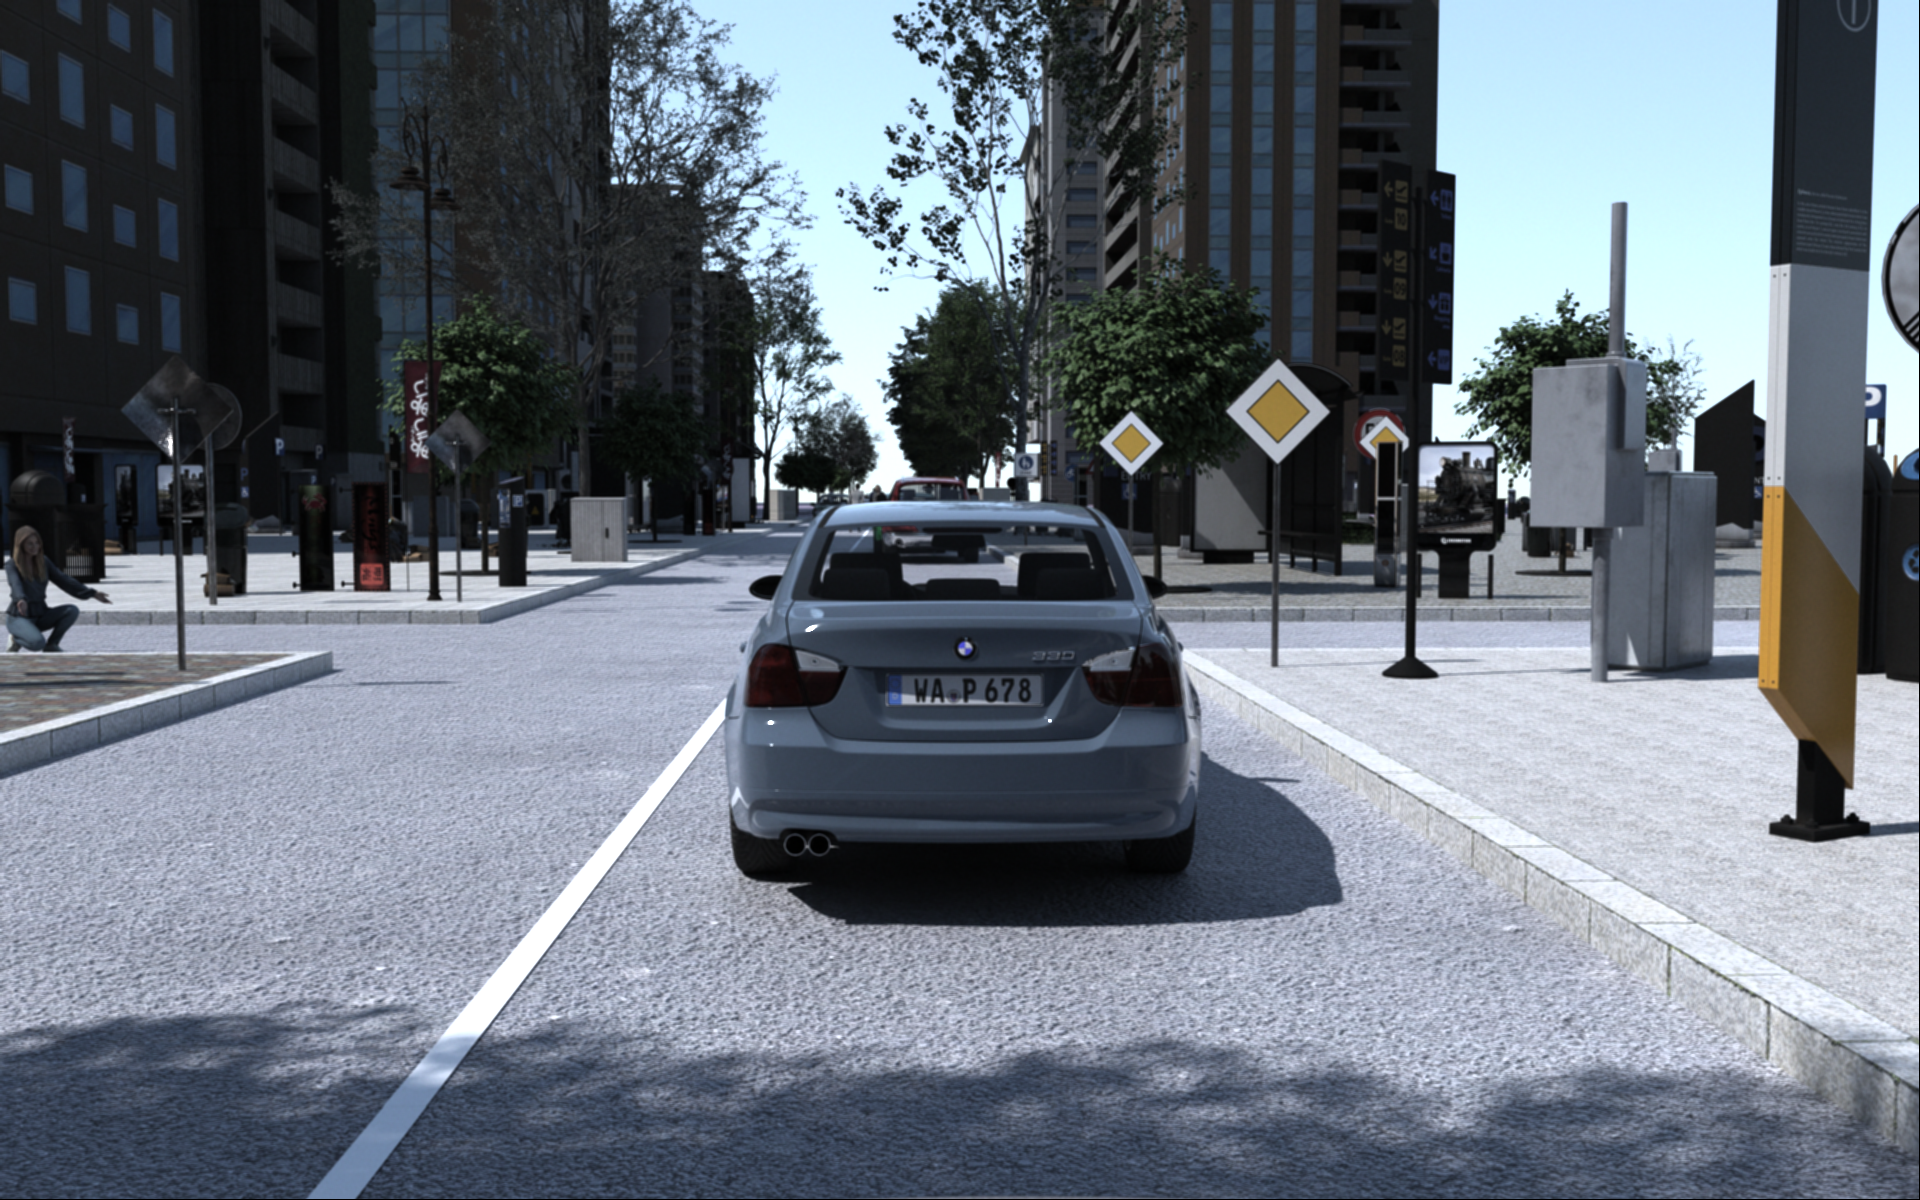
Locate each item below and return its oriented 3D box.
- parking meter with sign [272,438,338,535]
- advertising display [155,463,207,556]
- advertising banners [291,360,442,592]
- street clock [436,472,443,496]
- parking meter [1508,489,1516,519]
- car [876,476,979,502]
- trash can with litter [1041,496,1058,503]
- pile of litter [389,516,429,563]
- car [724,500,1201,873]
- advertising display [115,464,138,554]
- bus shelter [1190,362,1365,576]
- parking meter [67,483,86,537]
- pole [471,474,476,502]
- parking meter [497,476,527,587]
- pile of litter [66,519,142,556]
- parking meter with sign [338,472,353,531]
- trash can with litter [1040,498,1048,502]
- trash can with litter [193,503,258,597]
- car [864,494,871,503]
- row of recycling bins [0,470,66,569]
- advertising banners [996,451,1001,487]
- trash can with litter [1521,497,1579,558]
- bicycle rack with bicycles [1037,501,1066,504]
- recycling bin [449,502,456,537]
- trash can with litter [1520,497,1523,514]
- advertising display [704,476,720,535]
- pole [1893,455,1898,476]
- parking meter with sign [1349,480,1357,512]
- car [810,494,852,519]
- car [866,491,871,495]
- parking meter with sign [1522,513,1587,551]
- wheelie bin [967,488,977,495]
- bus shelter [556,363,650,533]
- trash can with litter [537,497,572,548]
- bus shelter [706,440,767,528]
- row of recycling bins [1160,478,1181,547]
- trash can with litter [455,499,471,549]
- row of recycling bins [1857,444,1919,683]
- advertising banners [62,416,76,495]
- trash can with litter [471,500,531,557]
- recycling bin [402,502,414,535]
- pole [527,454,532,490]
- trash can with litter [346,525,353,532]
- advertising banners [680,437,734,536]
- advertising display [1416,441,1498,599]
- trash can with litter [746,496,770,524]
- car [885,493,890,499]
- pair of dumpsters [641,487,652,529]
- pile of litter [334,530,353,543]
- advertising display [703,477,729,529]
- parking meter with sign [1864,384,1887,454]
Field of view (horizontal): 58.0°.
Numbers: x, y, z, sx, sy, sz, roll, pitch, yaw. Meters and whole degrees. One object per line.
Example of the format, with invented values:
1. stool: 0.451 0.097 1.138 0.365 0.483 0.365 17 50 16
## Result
1. parking meter with sign: -20.357 -3.516 53.745 1.738 3.016 0.543 1 4 10
2. advertising display: -16.241 -1.892 36.155 0.974 1.923 0.123 -1 4 -13
3. advertising banners: -7.760 -1.621 22.696 2.074 3.025 0.090 0 4 5
4. street clock: -16.797 -3.121 55.591 0.471 2.002 0.358 3 4 36
5. parking meter: 28.000 -4.862 87.903 0.372 1.533 0.369 0 3 0
6. car: -0.684 -1.778 37.742 2.281 1.827 5.304 0 4 -3
7. trash can with litter: 2.372 -2.620 53.893 2.233 1.210 1.678 0 4 -3
8. pile of litter: -10.524 -1.172 33.129 1.176 0.858 1.719 1 4 14
9. car: -0.002 0.254 7.843 2.014 1.417 4.499 0 4 0
10. advertising display: -18.105 -1.983 37.630 0.974 1.923 0.123 3 5 45
11. bus shelter: 5.123 -2.172 29.436 2.014 3.302 5.546 0 4 -2
12. parking meter: -19.713 -1.850 38.663 0.372 1.533 0.369 0 3 0
13. pole: -19.014 -4.515 67.658 0.158 3.312 0.155 0 3 0
14. parking meter: -6.227 -0.958 24.074 0.372 1.533 0.369 0 3 0
15. pile of litter: -18.034 -1.360 36.197 1.719 0.858 1.176 -1 4 -17
16. parking meter with sign: -21.821 -3.971 61.187 0.543 3.016 1.738 3 4 38
17. trash can with litter: 2.498 -2.851 57.993 1.055 1.170 0.624 0 4 3
18. trash can with litter: -9.279 -0.647 21.972 0.624 1.170 1.055 -1 4 -17
19. car: -9.788 -10.920 190.538 2.014 1.417 4.499 0 4 -2
20. row of recycling bins: -17.185 -1.365 29.437 3.534 1.692 1.069 -2 4 -28
21. advertising banners: 1.275 -4.635 71.963 0.090 3.025 2.074 -1 4 -22
22. trash can with litter: 12.036 -1.457 35.207 1.055 1.170 0.624 1 4 15
23. bicycle rack with bicycles: 3.493 -4.394 85.216 2.925 0.926 2.852 -1 4 -17
24. recycling bin: -15.353 -2.456 52.707 0.722 1.027 0.722 2 4 30
25. trash can with litter: 25.213 -3.984 76.523 0.624 1.170 1.055 -1 4 -18
26. advertising display: -7.880 -3.043 54.969 0.123 1.923 0.974 -1 4 -19
27. pole: 48.703 -5.895 90.234 0.158 3.312 0.155 0 3 0
28. parking meter with sign: 20.340 -5.633 88.353 0.543 3.016 1.738 2 4 33
29. car: -5.442 -3.886 75.337 2.131 1.459 4.920 0 4 -3
30. car: -11.340 -12.883 219.438 1.959 1.807 4.718 0 4 -3
31. parking meter with sign: 13.463 -2.610 38.938 1.738 3.016 0.543 -2 4 -25
32. wheelie bin: 0.635 -5.159 92.259 0.980 1.594 0.693 0 3 0
33. bus shelter: -11.483 -4.786 55.886 2.179 5.291 8.768 0 4 -2
34. trash can with litter: -9.672 -1.900 42.125 1.678 1.210 2.233 0 4 0
35. bus shelter: -8.673 -4.482 67.209 2.014 3.302 5.546 0 4 -2
36. row of recycling bins: 5.737 -2.136 42.030 1.069 1.692 3.534 -2 4 -26
37. trash can with litter: -11.441 -1.789 40.630 0.624 1.170 1.055 -2 4 -32
38. row of recycling bins: 6.954 -0.267 11.473 1.069 1.692 3.534 -1 4 -23
39. advertising banners: -20.127 -2.576 38.308 0.090 3.025 2.074 0 4 6
40. trash can with litter: -9.267 -1.459 35.242 1.055 1.170 0.624 1 4 22
41. recycling bin: -17.649 -2.609 55.214 0.722 1.027 0.722 0 4 3
42. pole: -16.091 -4.336 64.744 0.158 3.312 0.155 0 3 0
43. trash can with litter: -18.912 -2.665 54.954 1.055 1.170 0.624 -3 4 -39
44. advertising banners: -7.828 -3.520 53.732 2.074 3.025 0.090 2 4 29
45. advertising display: 6.075 -0.981 21.245 0.974 1.923 0.123 1 4 21
46. trash can with litter: -9.132 -3.952 75.677 1.678 1.210 2.233 0 4 -4
47. car: -1.294 -2.125 43.545 1.959 1.807 4.718 0 4 -3
48. pair of dumpsters: -12.109 -3.757 63.925 1.574 2.255 4.437 0 4 -2
49. pile of litter: -16.061 -1.975 46.249 1.176 0.858 1.719 2 4 30
50. advertising display: -8.916 -3.554 63.324 0.974 1.923 0.123 1 4 10
51. parking meter with sign: 14.000 -1.876 26.930 0.543 3.016 1.738 2 4 31
